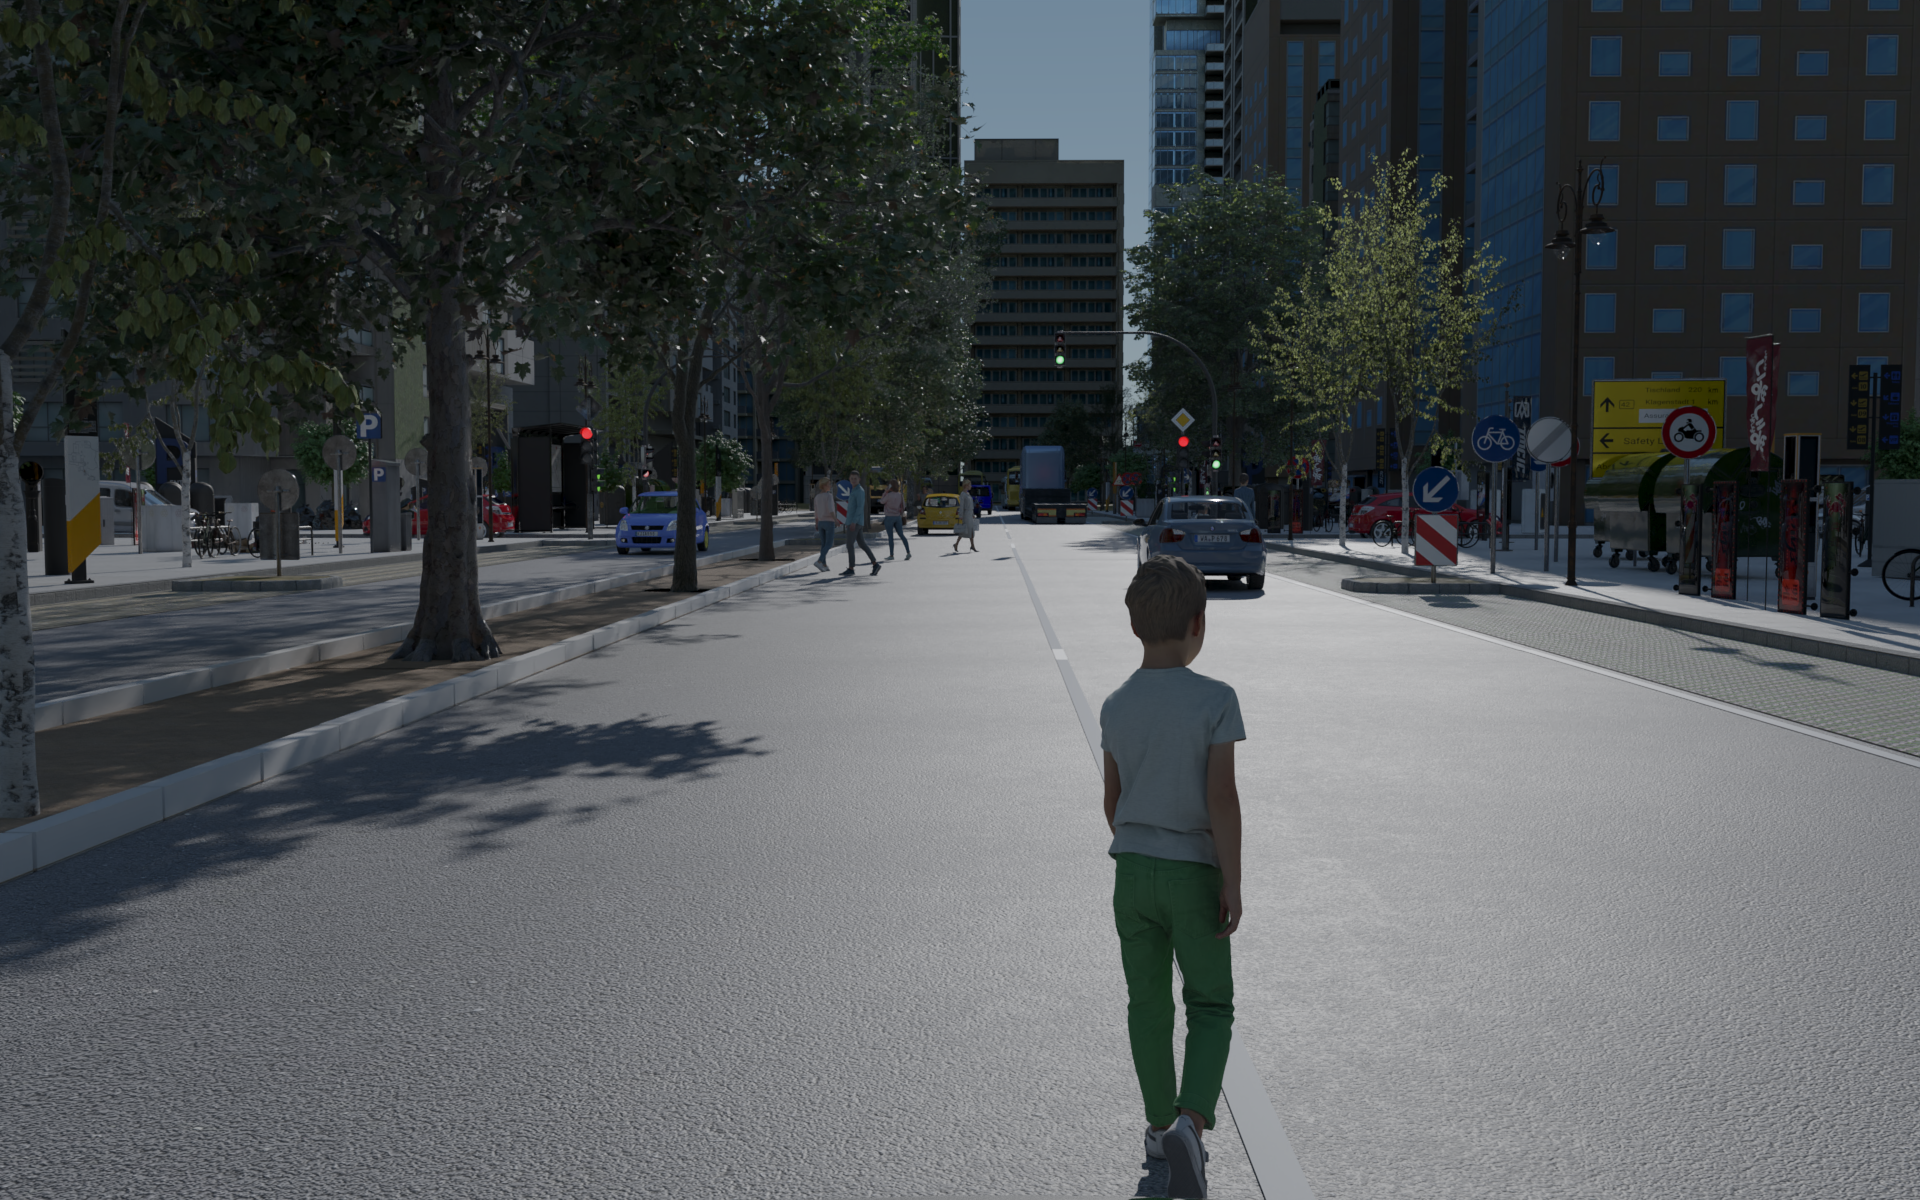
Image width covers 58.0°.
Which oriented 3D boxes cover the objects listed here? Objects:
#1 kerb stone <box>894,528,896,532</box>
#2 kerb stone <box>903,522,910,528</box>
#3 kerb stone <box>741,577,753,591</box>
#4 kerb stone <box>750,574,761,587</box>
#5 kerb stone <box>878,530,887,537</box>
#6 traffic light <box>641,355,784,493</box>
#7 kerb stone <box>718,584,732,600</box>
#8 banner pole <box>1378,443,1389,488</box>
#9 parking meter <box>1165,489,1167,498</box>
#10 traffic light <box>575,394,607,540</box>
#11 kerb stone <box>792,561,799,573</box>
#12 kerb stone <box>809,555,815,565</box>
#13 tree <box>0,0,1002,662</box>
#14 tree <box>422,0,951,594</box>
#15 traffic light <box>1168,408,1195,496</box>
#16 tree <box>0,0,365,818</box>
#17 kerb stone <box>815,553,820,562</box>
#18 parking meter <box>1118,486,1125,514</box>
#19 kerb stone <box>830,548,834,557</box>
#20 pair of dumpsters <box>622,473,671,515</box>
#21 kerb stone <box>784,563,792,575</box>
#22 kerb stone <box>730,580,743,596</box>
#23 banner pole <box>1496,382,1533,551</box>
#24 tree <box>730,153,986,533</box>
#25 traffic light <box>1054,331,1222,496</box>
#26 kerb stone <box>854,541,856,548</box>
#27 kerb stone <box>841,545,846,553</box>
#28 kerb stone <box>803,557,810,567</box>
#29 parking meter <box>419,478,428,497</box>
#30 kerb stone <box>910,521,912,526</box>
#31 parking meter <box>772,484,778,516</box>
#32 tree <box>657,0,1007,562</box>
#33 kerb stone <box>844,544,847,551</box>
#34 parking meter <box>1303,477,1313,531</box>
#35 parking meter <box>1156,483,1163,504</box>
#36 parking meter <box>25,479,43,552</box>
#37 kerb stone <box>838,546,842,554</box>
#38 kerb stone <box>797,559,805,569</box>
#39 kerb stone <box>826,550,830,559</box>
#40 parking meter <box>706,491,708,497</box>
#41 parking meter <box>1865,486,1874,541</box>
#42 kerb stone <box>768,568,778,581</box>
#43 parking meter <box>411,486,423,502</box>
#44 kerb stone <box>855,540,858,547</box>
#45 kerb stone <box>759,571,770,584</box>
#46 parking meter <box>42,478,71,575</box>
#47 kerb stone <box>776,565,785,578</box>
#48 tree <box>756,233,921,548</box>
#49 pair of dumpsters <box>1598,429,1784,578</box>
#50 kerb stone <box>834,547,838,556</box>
[{"bbox_3d":[-2.542,-2.553,63.963,0.120,0.150,1.000,0,4,1],"label":"kerb stone"},{"bbox_3d":[-2.347,-3.244,75.230,0.120,0.150,1.000,0,4,1],"label":"kerb stone"},{"bbox_3d":[-3.227,-0.206,25.562,0.120,0.150,1.000,0,4,1],"label":"kerb stone"},{"bbox_3d":[-3.215,-0.269,26.588,0.120,0.150,1.000,0,4,1],"label":"kerb stone"},{"bbox_3d":[-2.637,-2.241,58.848,0.120,0.150,1.000,0,4,1],"label":"kerb stone"},{"bbox_3d":[-8.182,-5.022,56.778,4.771,5.953,1.251,0,4,1],"label":"traffic light"},{"bbox_3d":[-3.271,-0.080,23.507,0.120,0.150,1.000,0,4,1],"label":"kerb stone"},{"bbox_3d":[20.592,-5.759,84.178,0.863,3.779,0.401,-2,4,-31],"label":"banner pole"},{"bbox_3d":[11.125,-5.270,94.575,0.372,1.533,0.369,0,3,0],"label":"parking meter"},{"bbox_3d":[-10.417,-3.662,48.796,0.839,4.253,0.868,0,4,1],"label":"traffic light"},{"bbox_3d":[-3.118,-0.582,31.712,0.120,0.150,1.000,0,4,1],"label":"kerb stone"},{"bbox_3d":[-3.064,-0.770,34.785,0.120,0.150,1.000,0,4,1],"label":"kerb stone"},{"bbox_3d":[-4.450,-5.837,14.908,9.611,12.733,9.660,0,3,0],"label":"tree"},{"bbox_3d":[-3.905,-5.906,24.784,9.928,11.665,9.643,0,3,0],"label":"tree"},{"bbox_3d":[7.234,-4.132,56.485,0.839,4.253,0.868,0,4,1],"label":"traffic light"},{"bbox_3d":[-4.134,-3.325,7.181,4.737,8.622,4.395,0,3,0],"label":"tree"},{"bbox_3d":[-3.044,-0.833,35.807,0.120,0.150,1.000,0,4,1],"label":"kerb stone"},{"bbox_3d":[10.137,-6.306,108.810,0.399,1.863,0.255,-2,4,-28],"label":"parking meter"},{"bbox_3d":[-2.993,-1.021,38.883,0.120,0.150,1.000,0,4,1],"label":"kerb stone"},{"bbox_3d":[-14.089,-4.604,77.763,1.574,2.255,4.437,0,4,1],"label":"pair of dumpsters"},{"bbox_3d":[-3.144,-0.520,30.690,0.120,0.150,1.000,0,4,1],"label":"kerb stone"},{"bbox_3d":[-3.245,-0.143,24.531,0.120,0.150,1.000,0,4,1],"label":"kerb stone"},{"bbox_3d":[12.437,-2.986,38.830,0.863,3.779,0.401,-1,4,-14],"label":"banner pole"},{"bbox_3d":[-3.622,-9.337,61.765,9.857,13.997,8.962,0,3,0],"label":"tree"},{"bbox_3d":[4.998,-4.509,48.397,4.771,5.953,1.251,0,4,1],"label":"traffic light"},{"bbox_3d":[-2.878,-1.389,45.021,0.120,0.150,1.000,0,4,1],"label":"kerb stone"},{"bbox_3d":[-2.935,-1.203,41.949,0.120,0.150,1.000,0,4,1],"label":"kerb stone"},{"bbox_3d":[-3.084,-0.707,33.756,0.120,0.150,1.000,0,4,1],"label":"kerb stone"},{"bbox_3d":[-19.188,-3.447,62.062,0.399,1.863,0.255,0,4,-8],"label":"parking meter"},{"bbox_3d":[-2.326,-3.306,76.252,0.120,0.150,1.000,0,4,1],"label":"kerb stone"},{"bbox_3d":[-11.009,-5.934,102.724,0.399,1.863,0.255,0,4,6],"label":"parking meter"},{"bbox_3d":[-4.098,-7.561,36.456,12.009,13.543,11.850,0,3,0],"label":"tree"},{"bbox_3d":[-2.923,-1.269,42.975,0.120,0.150,1.000,0,4,1],"label":"kerb stone"},{"bbox_3d":[12.134,-3.346,60.419,0.255,1.863,0.399,3,4,38],"label":"parking meter"},{"bbox_3d":[9.958,-4.901,85.842,0.399,1.863,0.255,3,4,39],"label":"parking meter"},{"bbox_3d":[-20.638,-2.011,38.589,0.255,1.863,0.399,-1,4,-17],"label":"parking meter"},{"bbox_3d":[-2.953,-1.144,40.927,0.120,0.150,1.000,0,4,1],"label":"kerb stone"},{"bbox_3d":[-3.099,-0.638,32.734,0.120,0.150,1.000,0,4,1],"label":"kerb stone"},{"bbox_3d":[-3.000,-0.958,37.857,0.120,0.150,1.000,0,4,1],"label":"kerb stone"},{"bbox_3d":[-18.071,-6.993,122.743,0.372,1.533,0.369,0,3,0],"label":"parking meter"},{"bbox_3d":[25.218,-2.412,47.854,0.372,1.533,0.369,0,3,0],"label":"parking meter"},{"bbox_3d":[-3.172,-0.394,28.640,0.120,0.150,1.000,0,4,1],"label":"kerb stone"},{"bbox_3d":[-17.689,-2.937,56.428,0.372,1.533,0.369,0,3,0],"label":"parking meter"},{"bbox_3d":[-2.857,-1.459,46.053,0.120,0.150,1.000,0,4,1],"label":"kerb stone"},{"bbox_3d":[-3.188,-0.332,27.618,0.120,0.150,1.000,0,4,1],"label":"kerb stone"},{"bbox_3d":[-14.320,-1.165,27.457,0.372,1.533,0.369,0,3,0],"label":"parking meter"},{"bbox_3d":[-3.154,-0.457,29.668,0.120,0.150,1.000,0,4,1],"label":"kerb stone"},{"bbox_3d":[-3.391,-5.671,45.534,4.737,8.622,4.395,0,3,0],"label":"tree"},{"bbox_3d":[11.838,-1.557,27.946,1.574,2.255,4.437,0,4,1],"label":"pair of dumpsters"},{"bbox_3d":[-2.971,-1.080,39.905,0.120,0.150,1.000,0,4,1],"label":"kerb stone"}]
